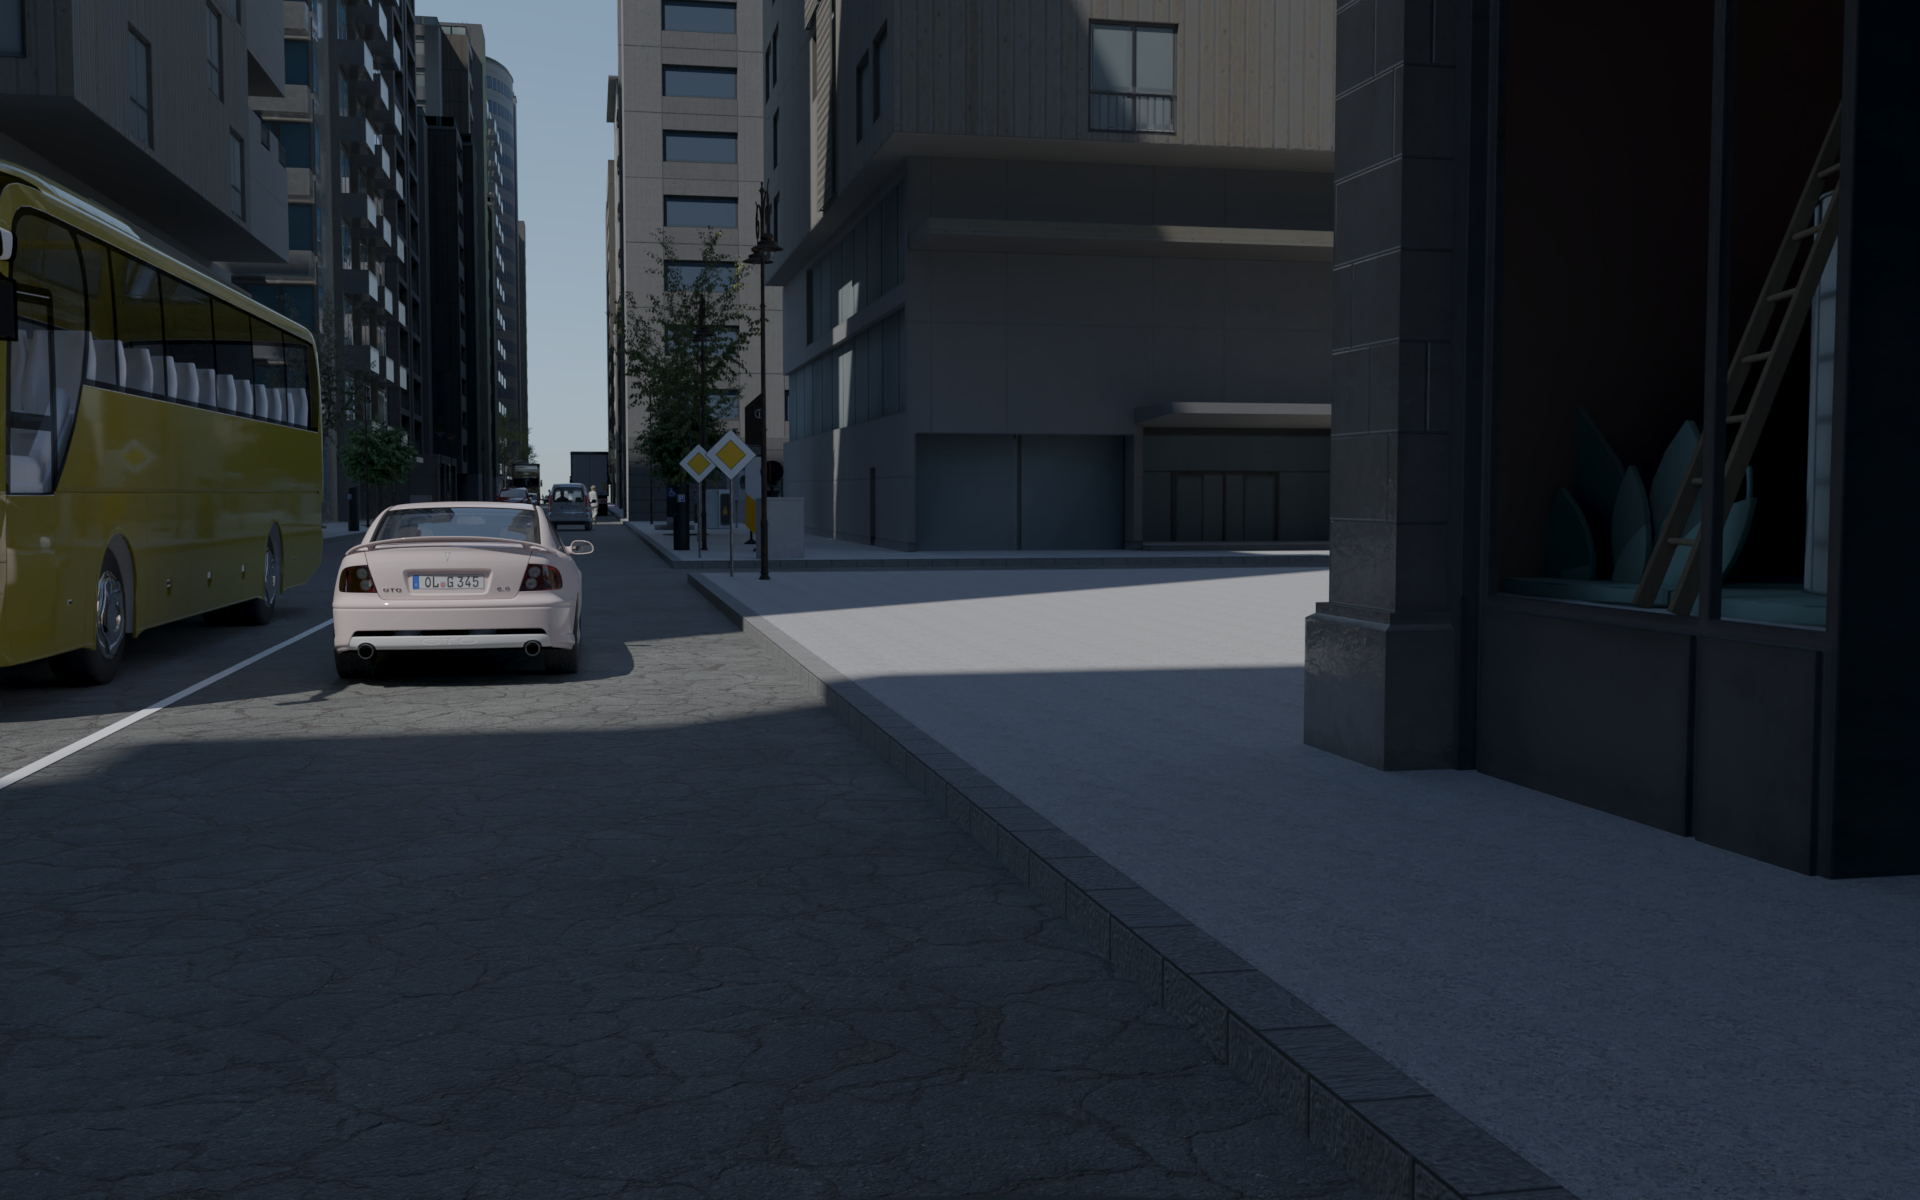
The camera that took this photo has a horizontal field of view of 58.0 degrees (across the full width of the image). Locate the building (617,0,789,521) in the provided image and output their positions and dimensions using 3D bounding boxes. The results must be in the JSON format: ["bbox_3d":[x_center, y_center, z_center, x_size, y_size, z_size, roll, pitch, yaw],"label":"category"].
[{"bbox_3d":[-8.227,-33.851,95.456,21.231,58.520,28.212,-1,4,-12],"label":"building"}]

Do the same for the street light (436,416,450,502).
[{"bbox_3d":[-30.228,-7.835,100.891,0.468,5.910,1.993,-1,4,-12],"label":"street light"}]

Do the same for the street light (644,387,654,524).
[{"bbox_3d":[-13.124,-6.162,73.530,0.468,5.910,1.993,-1,4,-12],"label":"street light"}]

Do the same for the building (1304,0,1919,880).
[{"bbox_3d":[6.380,-9.600,7.865,10.553,20.767,40.483,-1,4,-12],"label":"building"}]

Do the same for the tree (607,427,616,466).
[{"bbox_3d":[-37.056,-14.718,190.993,4.360,8.622,3.978,0,3,0],"label":"tree"}]

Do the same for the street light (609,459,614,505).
[{"bbox_3d":[-36.416,-12.834,182.623,0.468,5.910,1.993,-1,4,-12],"label":"street light"}]

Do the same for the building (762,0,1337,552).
[{"bbox_3d":[8.516,-28.179,49.968,27.495,52.752,28.713,-1,4,-12],"label":"building"}]

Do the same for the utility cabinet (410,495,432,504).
[{"bbox_3d":[-26.890,-4.602,86.411,1.020,1.237,0.306,0,4,6],"label":"utility cabinet"}]

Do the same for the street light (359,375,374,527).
[{"bbox_3d":[-22.761,-5.726,66.412,0.468,5.910,1.993,-1,4,-12],"label":"street light"}]

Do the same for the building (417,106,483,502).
[{"bbox_3d":[-44.178,-22.005,131.483,14.160,30.474,14.107,-1,4,-12],"label":"building"}]

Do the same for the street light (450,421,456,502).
[{"bbox_3d":[-31.556,-8.239,107.502,0.468,5.910,1.993,-1,4,-12],"label":"street light"}]

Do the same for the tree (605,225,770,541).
[{"bbox_3d":[-7.295,-5.894,46.722,4.737,8.622,4.395,0,3,0],"label":"tree"}]

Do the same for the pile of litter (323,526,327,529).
[{"bbox_3d":[-24.457,-3.108,64.786,1.719,0.858,1.176,2,4,35],"label":"pile of litter"}]

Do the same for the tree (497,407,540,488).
[{"bbox_3d":[-47.580,-15.143,181.992,8.767,10.594,7.601,3,5,42],"label":"tree"}]

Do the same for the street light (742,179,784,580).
[{"bbox_3d":[-2.930,-3.242,25.792,0.468,5.910,1.993,-1,4,-12],"label":"street light"}]

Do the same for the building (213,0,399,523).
[{"bbox_3d":[-39.879,-28.453,84.818,23.786,49.044,30.456,-1,4,-12],"label":"building"}]

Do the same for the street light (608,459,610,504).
[{"bbox_3d":[-39.357,-13.658,196.094,0.468,5.910,1.993,-1,4,-12],"label":"street light"}]

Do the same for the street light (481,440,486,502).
[{"bbox_3d":[-38.862,-10.304,141.263,0.468,5.910,1.993,-1,4,-12],"label":"street light"}]

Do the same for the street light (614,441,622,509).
[{"bbox_3d":[-29.248,-10.767,148.833,0.468,5.910,1.993,-1,4,-12],"label":"street light"}]

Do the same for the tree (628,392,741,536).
[{"bbox_3d":[-8.661,-4.307,54.134,4.285,4.588,4.351,0,3,0],"label":"tree"}]

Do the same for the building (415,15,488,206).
[{"bbox_3d":[-47.048,-28.216,144.930,14.154,41.232,14.086,-1,4,-12],"label":"building"}]

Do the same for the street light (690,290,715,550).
[{"bbox_3d":[-5.833,-4.070,39.333,0.468,5.910,1.993,-1,4,-12],"label":"street light"}]

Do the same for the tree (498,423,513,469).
[{"bbox_3d":[-46.242,-13.471,170.615,4.737,8.622,4.395,0,3,0],"label":"tree"}]

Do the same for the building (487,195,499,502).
[{"bbox_3d":[-50.136,-23.687,158.988,14.160,30.474,14.107,-1,4,-12],"label":"building"}]

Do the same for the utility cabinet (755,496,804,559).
[{"bbox_3d":[-3.573,-1.420,34.371,1.020,1.237,0.306,-3,5,-45],"label":"utility cabinet"}]

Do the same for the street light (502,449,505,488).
[{"bbox_3d":[-46.043,-12.371,175.050,0.468,5.910,1.993,-1,4,-12],"label":"street light"}]

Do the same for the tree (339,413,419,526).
[{"bbox_3d":[-23.737,-5.316,70.629,4.285,4.588,4.351,0,3,0],"label":"tree"}]

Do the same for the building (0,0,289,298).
[{"bbox_3d":[-32.311,-27.634,41.050,28.713,52.752,27.495,-1,4,-12],"label":"building"}]

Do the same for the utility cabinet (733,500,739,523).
[{"bbox_3d":[-9.843,-4.023,76.944,1.020,1.237,0.306,0,4,-4],"label":"utility cabinet"}]

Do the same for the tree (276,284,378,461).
[{"bbox_3d":[-22.788,-6.789,61.364,4.360,8.622,3.978,0,3,0],"label":"tree"}]

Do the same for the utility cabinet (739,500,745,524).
[{"bbox_3d":[-9.122,-3.867,74.383,0.306,1.237,1.020,0,4,4],"label":"utility cabinet"}]
